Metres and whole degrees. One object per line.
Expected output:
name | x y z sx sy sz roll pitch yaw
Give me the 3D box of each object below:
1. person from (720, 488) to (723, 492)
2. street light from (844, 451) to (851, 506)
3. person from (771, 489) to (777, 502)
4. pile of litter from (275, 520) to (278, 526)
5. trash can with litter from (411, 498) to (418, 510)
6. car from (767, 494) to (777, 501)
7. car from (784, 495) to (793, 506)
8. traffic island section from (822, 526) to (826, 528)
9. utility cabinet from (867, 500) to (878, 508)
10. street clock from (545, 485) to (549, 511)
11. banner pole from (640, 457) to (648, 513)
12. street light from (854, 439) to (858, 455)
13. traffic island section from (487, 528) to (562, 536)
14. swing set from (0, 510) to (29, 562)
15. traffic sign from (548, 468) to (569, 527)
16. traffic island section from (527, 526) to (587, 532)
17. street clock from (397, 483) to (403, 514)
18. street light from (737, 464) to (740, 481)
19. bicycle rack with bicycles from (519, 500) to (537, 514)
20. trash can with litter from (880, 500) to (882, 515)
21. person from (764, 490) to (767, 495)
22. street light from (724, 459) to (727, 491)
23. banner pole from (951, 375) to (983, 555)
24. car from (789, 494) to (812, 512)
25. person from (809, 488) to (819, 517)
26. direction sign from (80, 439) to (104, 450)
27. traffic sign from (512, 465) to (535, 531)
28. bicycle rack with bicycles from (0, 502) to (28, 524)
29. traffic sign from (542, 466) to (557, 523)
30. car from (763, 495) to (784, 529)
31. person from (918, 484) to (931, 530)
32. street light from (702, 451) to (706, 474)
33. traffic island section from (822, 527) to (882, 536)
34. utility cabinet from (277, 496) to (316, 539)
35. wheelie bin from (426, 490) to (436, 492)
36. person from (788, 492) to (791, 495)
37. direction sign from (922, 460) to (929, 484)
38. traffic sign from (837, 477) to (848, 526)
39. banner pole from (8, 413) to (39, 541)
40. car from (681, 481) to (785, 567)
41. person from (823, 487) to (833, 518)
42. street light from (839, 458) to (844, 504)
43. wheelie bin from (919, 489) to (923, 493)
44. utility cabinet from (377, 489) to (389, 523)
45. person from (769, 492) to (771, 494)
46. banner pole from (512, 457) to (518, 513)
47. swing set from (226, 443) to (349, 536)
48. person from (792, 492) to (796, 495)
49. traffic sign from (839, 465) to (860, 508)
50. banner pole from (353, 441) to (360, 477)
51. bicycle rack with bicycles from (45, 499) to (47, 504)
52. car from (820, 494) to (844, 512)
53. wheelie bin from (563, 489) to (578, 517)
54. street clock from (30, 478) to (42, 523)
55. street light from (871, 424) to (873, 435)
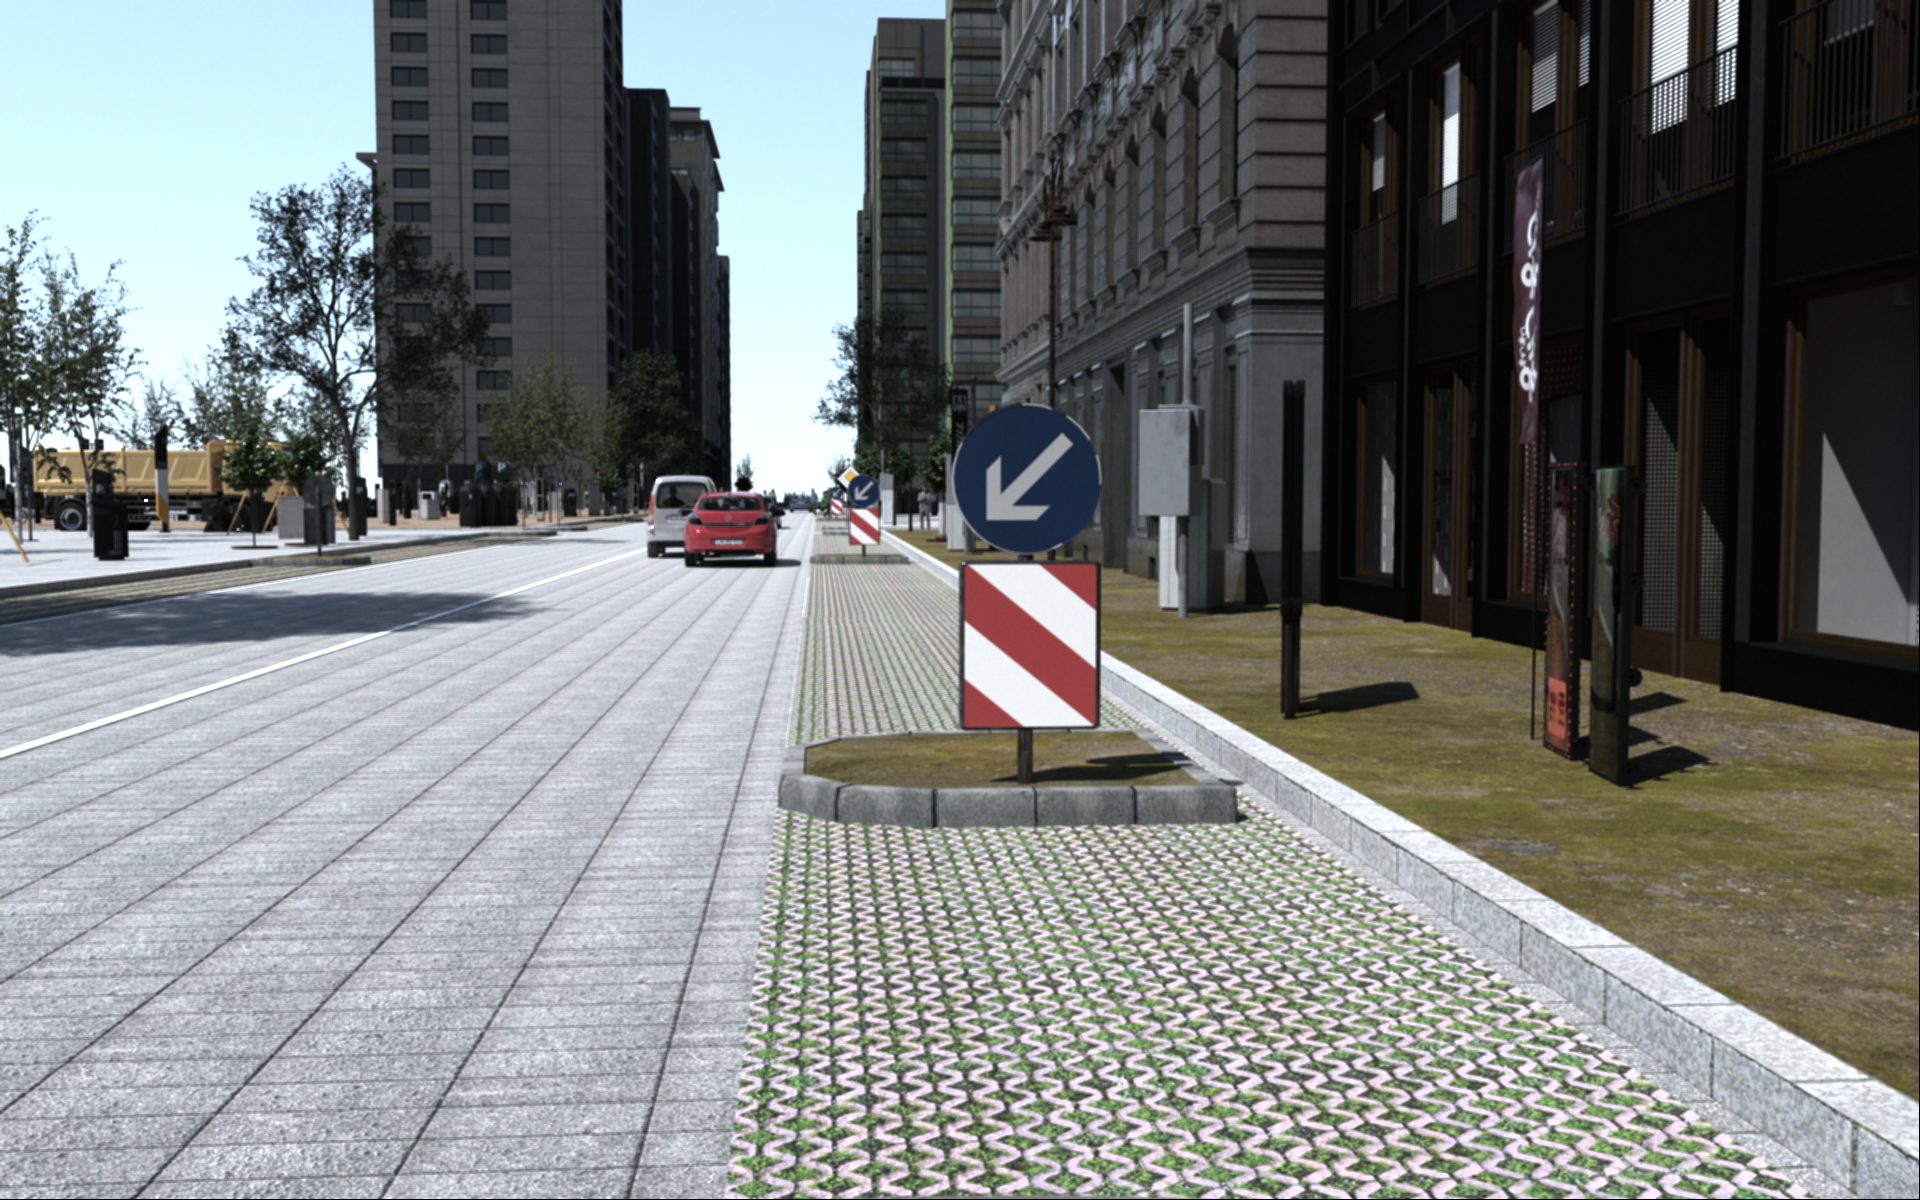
person | -13.561 -5.466 98.219 0.624 1.780 0.694 -1 4 -22
street light | -11.787 -12.895 183.613 0.468 5.910 1.993 0 4 -5
person | -13.809 -7.325 128.275 0.388 1.821 0.555 2 4 31
pile of litter | -28.729 -3.737 75.068 1.719 0.858 1.176 -2 4 -28
trash can with litter | -44.504 -7.912 140.743 1.055 1.170 0.624 -1 4 -10
car | -26.736 -14.157 243.463 2.014 1.417 4.499 0 4 -3
car | -20.163 -11.951 207.763 2.083 1.381 4.827 0 4 -3
traffic island section | -4.441 -2.831 68.568 2.009 0.180 2.903 0 4 -5
utility cabinet | -4.533 -4.995 90.345 0.318 1.500 1.173 -1 4 -17
street clock | -32.110 -7.943 134.445 0.358 2.002 0.471 2 4 30
banner pole | -21.598 -7.827 117.994 0.401 3.779 0.863 -3 5 -40
street light | -8.872 -10.715 147.985 0.468 5.910 1.993 0 4 -5
traffic island section | -15.048 -2.289 59.702 2.009 0.180 2.903 0 4 -5
swing set | -18.492 -2.022 30.688 2.862 2.851 3.119 -1 4 -16
traffic sign | -15.672 -3.912 67.601 0.795 2.450 0.064 0 4 -5
traffic island section | -15.695 -2.776 67.661 2.009 0.180 2.903 0 4 -5
street clock | -35.174 -6.384 108.948 0.471 2.002 0.358 -1 4 -15
street light | -33.603 -17.753 263.042 0.468 5.910 1.993 0 4 -5
bicycle rack with bicycles | -27.582 -5.855 109.113 2.852 0.926 2.925 -2 4 -24
trash can with litter | -4.778 -5.651 103.787 1.055 1.170 0.624 0 4 5
person | -18.997 -9.781 168.425 0.705 1.824 1.348 -2 4 -26
street light | -30.781 -15.573 227.406 0.468 5.910 1.993 0 4 -5
banner pole | 0.114 -2.842 36.481 0.863 3.779 0.401 -3 5 -41
car | -12.584 -7.658 137.218 2.014 1.417 4.499 0 4 -5
person | -9.174 -6.119 108.889 0.444 1.785 0.601 -3 5 -44
direction sign | -35.623 -4.842 71.166 0.876 3.537 0.379 -2 4 -31
traffic sign | -15.025 -3.425 59.642 0.795 2.450 0.064 0 4 -5
bicycle rack with bicycles | -41.259 -3.634 72.794 2.925 0.926 2.852 1 4 9
traffic sign | -18.364 -4.740 77.610 0.768 2.556 0.104 0 4 3
car | -8.400 -3.699 72.475 2.014 1.417 4.499 0 4 -4
person | -1.353 -3.489 65.724 0.511 1.800 0.466 0 3 0
street light | -27.083 -12.844 182.793 0.468 5.910 1.993 0 4 -5
traffic island section | -3.793 -2.344 60.609 2.009 0.180 2.903 0 4 -5
utility cabinet | -19.069 -2.364 49.818 1.020 1.237 0.306 -2 4 -25
wheelie bin | -37.354 -7.003 122.405 0.980 1.594 0.693 -1 4 -10
person | -22.907 -13.669 232.899 0.541 1.710 0.530 1 4 11
direction sign | -2.250 -7.583 115.983 0.876 3.537 0.379 3 5 43
traffic sign | -4.463 -3.966 68.489 0.795 2.450 0.064 0 4 -5
banner pole | -25.578 -3.498 47.205 0.863 3.779 0.401 1 4 15
car | -4.677 -1.626 35.626 2.155 1.783 4.494 0 4 -5
person | -7.876 -5.831 103.746 0.656 1.842 0.836 3 5 39
street light | -15.602 -15.798 231.089 0.468 5.910 1.993 0 4 -5
wheelie bin | -2.559 -6.399 112.536 0.980 1.594 0.693 0 4 7
utility cabinet | -25.424 -4.143 76.413 0.318 1.500 1.173 -2 4 -30
person | -27.748 -14.947 253.019 1.348 1.807 0.705 0 4 7
banner pole | -29.624 -7.666 115.349 0.401 3.779 0.863 1 4 16
swing set | -21.311 -3.500 54.840 2.862 2.851 3.119 0 4 -1
person | -25.799 -15.984 269.865 1.348 1.821 0.705 -2 4 -29
traffic sign | -3.816 -3.479 60.530 0.795 2.450 0.064 0 4 -5
banner pole | -28.493 -5.619 81.880 0.401 3.779 0.863 0 4 4
bicycle rack with bicycles | -62.885 -6.472 119.192 2.852 0.926 2.925 -3 4 -39
car | -10.410 -8.059 140.554 1.959 1.807 4.718 0 4 -4
wheelie bin | -22.124 -5.526 98.263 0.980 1.594 0.693 2 4 30
street clock | -40.290 -4.345 75.618 0.358 2.002 0.471 3 4 39
street light | -5.418 -8.192 106.729 0.468 5.910 1.993 0 4 -5
